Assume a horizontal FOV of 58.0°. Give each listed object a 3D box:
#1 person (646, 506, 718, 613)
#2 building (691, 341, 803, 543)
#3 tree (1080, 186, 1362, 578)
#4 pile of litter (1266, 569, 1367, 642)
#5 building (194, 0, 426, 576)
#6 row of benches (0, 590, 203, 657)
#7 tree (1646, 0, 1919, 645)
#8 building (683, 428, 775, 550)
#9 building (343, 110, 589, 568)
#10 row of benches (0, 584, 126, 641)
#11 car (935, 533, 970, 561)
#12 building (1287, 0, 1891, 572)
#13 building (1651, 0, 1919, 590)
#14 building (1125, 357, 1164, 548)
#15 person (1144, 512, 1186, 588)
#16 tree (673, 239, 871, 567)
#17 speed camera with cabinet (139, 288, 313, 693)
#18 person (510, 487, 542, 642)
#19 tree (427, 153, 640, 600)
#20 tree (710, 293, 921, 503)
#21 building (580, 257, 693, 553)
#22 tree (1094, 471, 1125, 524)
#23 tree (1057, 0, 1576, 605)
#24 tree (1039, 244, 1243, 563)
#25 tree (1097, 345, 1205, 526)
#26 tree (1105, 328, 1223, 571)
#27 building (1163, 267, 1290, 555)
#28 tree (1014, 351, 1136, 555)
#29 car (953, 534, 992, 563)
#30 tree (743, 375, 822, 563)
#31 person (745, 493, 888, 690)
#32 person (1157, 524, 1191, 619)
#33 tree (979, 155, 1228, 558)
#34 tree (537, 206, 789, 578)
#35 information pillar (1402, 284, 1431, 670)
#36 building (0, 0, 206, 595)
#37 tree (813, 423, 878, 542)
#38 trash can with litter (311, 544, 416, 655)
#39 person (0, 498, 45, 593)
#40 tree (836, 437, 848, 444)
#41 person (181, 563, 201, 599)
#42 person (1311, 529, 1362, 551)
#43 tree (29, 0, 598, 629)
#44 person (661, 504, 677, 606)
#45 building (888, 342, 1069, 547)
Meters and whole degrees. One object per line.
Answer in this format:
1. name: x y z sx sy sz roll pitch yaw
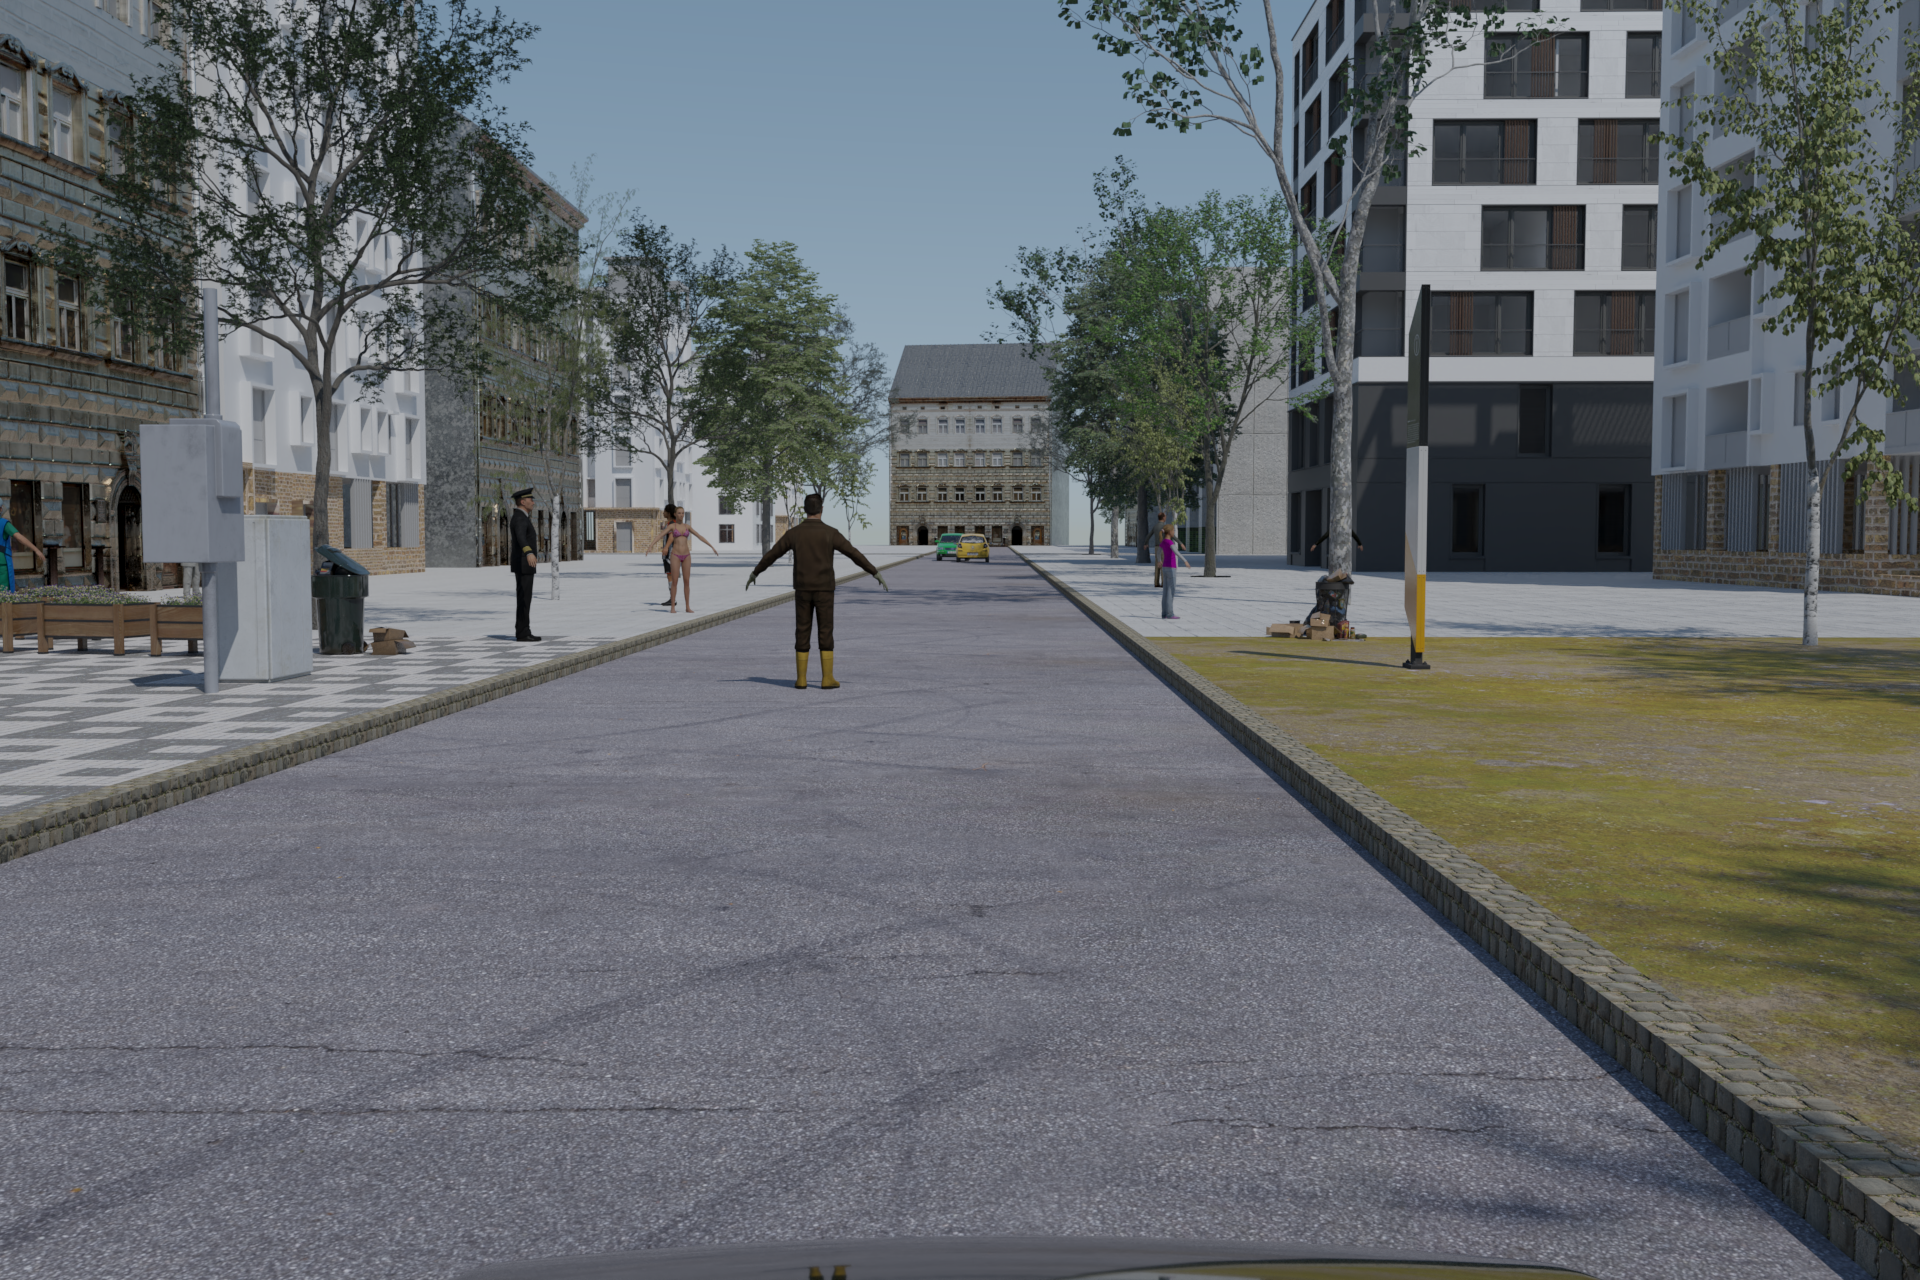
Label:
1. person: -4.517 -1.304 28.116 1.217 1.733 0.721 -2 4 -26
2. building: -21.629 -19.070 168.213 16.016 20.090 11.380 0 4 1
3. tree: 7.578 -7.667 51.110 9.928 11.665 9.643 0 3 0
4. pile of litter: 4.412 -0.459 21.468 1.176 0.858 1.719 0 4 0
5. building: -23.109 -11.520 44.765 16.016 20.090 11.380 0 4 1
6. row of benches: -9.328 -0.194 18.640 4.104 0.672 1.422 1 4 16
7. tree: 9.996 -4.234 19.590 4.737 8.622 4.395 0 3 0
8. building: -20.433 -12.725 150.199 9.099 9.664 28.070 0 4 1
9. building: -27.526 -14.877 74.175 19.493 23.208 18.063 0 3 0
10. row of benches: -12.218 -0.358 21.312 4.104 0.672 1.422 0 4 6
11. car: -0.355 -5.166 93.254 1.959 1.807 4.718 0 4 1
12. building: 27.652 -14.062 73.896 27.936 21.610 32.646 0 4 1
13. building: 24.442 -11.614 46.310 16.016 20.090 11.380 0 4 1
14. building: 26.320 -20.799 170.986 19.493 23.208 18.063 0 4 1
15. person: 4.839 -2.150 41.425 0.705 1.796 1.348 -3 4 -39
16. tree: -7.292 -9.089 66.731 7.486 12.596 7.792 0 3 0
17. speed camera with cabinet: -6.209 -1.247 14.731 0.660 3.252 2.038 0 4 1
18. person: -5.184 -0.904 20.714 0.705 1.837 1.347 -1 4 -14
19. tree: -7.759 -5.071 33.278 4.360 8.622 3.978 0 3 0
20. tree: -7.105 -10.829 87.426 12.009 13.543 11.850 0 3 0
21. building: -25.736 -16.090 119.496 16.016 20.090 11.380 0 4 2
22. tree: 19.529 -17.669 195.539 9.857 13.997 8.962 0 3 0
23. tree: 6.227 -10.773 32.029 12.611 20.169 13.585 0 3 0
24. tree: 8.158 -10.371 76.213 9.857 13.997 8.962 0 3 0
25. tree: 7.944 -7.086 66.222 4.360 8.622 3.978 0 3 0
26. tree: 7.339 -6.729 60.387 4.737 8.622 4.395 0 3 0
27. building: 24.574 -15.704 123.216 16.747 18.905 31.486 0 4 1
28. tree: 8.209 -11.962 105.949 12.009 13.543 11.850 0 3 0
29. car: 0.657 -4.799 88.687 2.015 1.641 3.980 0 4 1
30. tree: -7.581 -7.659 75.595 4.737 8.622 4.395 0 3 0
31. person: -1.344 -0.455 16.042 1.346 1.812 0.704 0 4 6
32. person: 3.212 -1.033 26.160 0.599 1.433 0.991 -1 4 -20
33. tree: 7.291 -14.287 89.481 12.611 20.169 13.585 0 3 0
34. tree: -8.622 -7.080 50.174 7.601 10.594 8.767 -1 4 -23
35. information pillar: 4.362 -1.540 16.527 0.183 3.616 0.504 0 4 1
36. building: -27.373 -12.304 32.093 19.493 23.208 18.063 0 3 0
37. tree: -6.757 -9.443 104.756 4.737 8.622 4.395 0 3 0
38. trash can with litter: -6.380 -0.438 18.547 1.055 1.170 0.624 0 4 2
39. person: -13.838 -1.150 24.925 1.347 1.817 0.704 1 4 9
40. tree: -18.584 -20.959 198.574 12.611 20.169 13.585 0 3 0
41. person: -15.196 -1.719 34.291 0.705 1.806 1.347 1 4 21
42. person: 8.602 -2.028 39.345 1.347 1.806 0.705 -1 4 -20
43. tree: -8.349 -5.430 23.188 7.601 10.594 8.767 -3 5 -40
44. person: -5.209 -1.521 31.005 0.704 1.843 1.345 -1 4 -9
45. building: 2.591 -22.340 198.646 18.063 23.208 19.493 1 4 10
